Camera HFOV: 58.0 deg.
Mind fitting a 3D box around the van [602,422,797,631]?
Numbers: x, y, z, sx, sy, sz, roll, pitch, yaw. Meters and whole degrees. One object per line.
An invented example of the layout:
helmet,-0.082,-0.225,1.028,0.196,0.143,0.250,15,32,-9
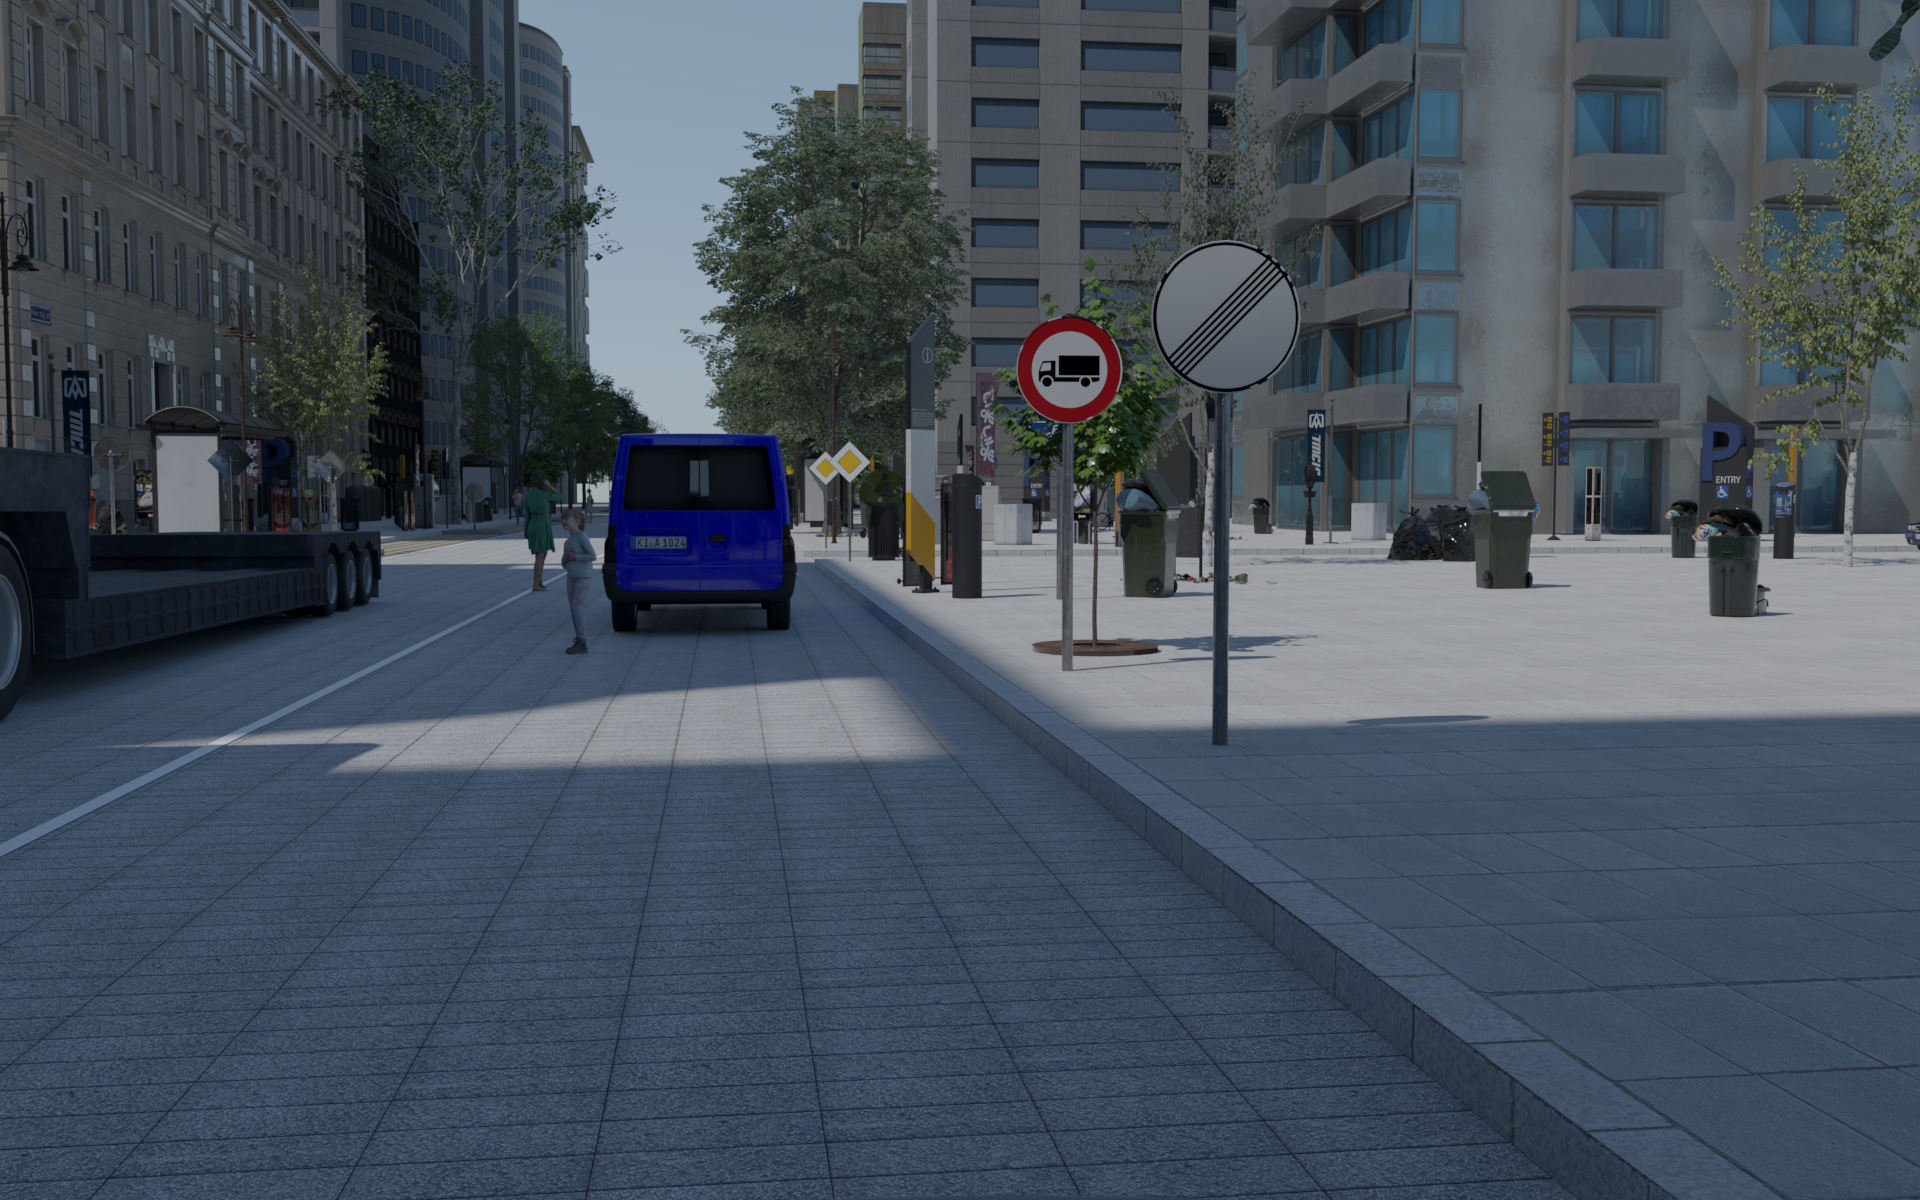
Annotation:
van,-2.934,-0.944,19.812,2.240,2.365,5.245,0,4,-8

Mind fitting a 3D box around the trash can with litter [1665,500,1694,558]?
trash can with litter,14.583,-1.445,35.012,0.624,1.170,1.055,1,4,22

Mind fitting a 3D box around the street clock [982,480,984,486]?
street clock,0.987,-5.035,86.886,0.471,2.002,0.358,0,4,-2

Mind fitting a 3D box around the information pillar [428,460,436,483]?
information pillar,-32.591,-7.068,106.915,0.504,3.616,0.183,1,4,13

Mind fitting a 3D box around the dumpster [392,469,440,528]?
dumpster,-20.705,-3.879,65.917,1.502,2.255,1.985,0,4,-8

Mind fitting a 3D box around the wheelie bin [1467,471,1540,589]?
wheelie bin,7.371,-0.962,23.630,0.980,1.594,0.693,0,4,-8

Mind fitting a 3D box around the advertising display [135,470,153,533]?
advertising display,-21.590,-2.524,46.483,0.974,1.923,0.123,-1,4,-13

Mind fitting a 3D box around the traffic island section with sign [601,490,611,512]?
traffic island section with sign,-27.564,-7.913,138.009,1.989,1.847,2.006,0,4,-8

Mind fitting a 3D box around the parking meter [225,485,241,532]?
parking meter,-19.548,-2.336,46.603,0.372,1.533,0.369,0,3,0

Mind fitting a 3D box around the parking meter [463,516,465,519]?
parking meter,-25.891,-4.984,89.903,0.372,1.533,0.369,0,3,0

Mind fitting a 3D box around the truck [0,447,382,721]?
truck,-7.566,-1.452,13.496,2.967,4.110,18.799,0,4,-8

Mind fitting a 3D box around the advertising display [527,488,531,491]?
advertising display,-26.729,-6.345,108.957,0.974,1.923,0.123,-3,5,-41

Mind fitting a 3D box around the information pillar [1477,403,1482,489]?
information pillar,13.494,-3.284,45.047,0.183,3.616,0.504,1,4,15

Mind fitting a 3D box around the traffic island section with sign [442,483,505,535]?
traffic island section with sign,-17.294,-3.245,61.681,1.989,1.847,2.006,0,4,-8

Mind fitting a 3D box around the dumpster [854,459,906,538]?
dumpster,-2.210,-2.875,49.499,1.502,2.255,1.985,0,4,-8

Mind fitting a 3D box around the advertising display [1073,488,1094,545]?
advertising display,3.162,-2.395,44.376,0.123,1.923,0.974,-2,4,-24

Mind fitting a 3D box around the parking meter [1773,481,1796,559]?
parking meter,16.296,-1.579,34.235,0.372,1.533,0.369,0,3,0

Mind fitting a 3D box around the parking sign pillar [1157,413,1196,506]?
parking sign pillar,7.222,-4.244,57.869,1.447,3.967,1.447,3,4,39

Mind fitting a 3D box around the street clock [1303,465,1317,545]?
street clock,8.833,-2.395,43.736,0.358,2.002,0.471,0,4,2

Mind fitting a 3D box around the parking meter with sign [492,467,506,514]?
parking meter with sign,-30.236,-7.075,111.936,1.738,3.016,0.543,0,4,5

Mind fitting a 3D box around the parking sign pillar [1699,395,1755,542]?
parking sign pillar,20.738,-3.570,46.846,1.447,3.967,1.447,-3,4,-37

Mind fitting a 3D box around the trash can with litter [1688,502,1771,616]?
trash can with litter,8.220,-0.428,18.383,0.624,1.170,1.055,3,4,37

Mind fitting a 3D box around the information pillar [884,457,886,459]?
information pillar,-4.824,-7.264,110.126,0.183,3.616,0.504,1,4,14

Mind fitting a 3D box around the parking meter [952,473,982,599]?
parking meter,0.087,-0.790,21.328,0.372,1.533,0.369,0,3,0

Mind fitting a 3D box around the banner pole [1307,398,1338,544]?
banner pole,9.424,-3.366,45.054,0.863,3.779,0.401,1,4,14

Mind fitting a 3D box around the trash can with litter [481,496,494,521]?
trash can with litter,-22.434,-4.285,81.440,1.055,1.170,0.624,2,4,31

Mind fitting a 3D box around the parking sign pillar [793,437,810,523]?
parking sign pillar,-7.114,-5.424,77.148,1.447,3.967,1.447,-1,4,-15

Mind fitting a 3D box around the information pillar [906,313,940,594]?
information pillar,-0.497,-1.895,22.335,0.183,3.616,0.504,3,5,40

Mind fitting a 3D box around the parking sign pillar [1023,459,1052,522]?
parking sign pillar,3.587,-5.660,81.017,1.447,3.967,1.447,3,5,42

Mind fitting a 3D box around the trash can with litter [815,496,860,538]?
trash can with litter,-3.577,-2.513,52.140,1.678,1.210,2.233,2,4,26

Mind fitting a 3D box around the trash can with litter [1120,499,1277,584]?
trash can with litter,3.562,-0.869,25.270,1.678,1.210,2.233,-3,5,-44

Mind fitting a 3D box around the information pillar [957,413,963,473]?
information pillar,0.004,-3.623,50.594,0.183,3.616,0.504,-1,4,-10

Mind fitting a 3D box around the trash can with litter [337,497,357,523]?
trash can with litter,-27.582,-4.069,77.915,1.055,1.170,0.624,-1,4,-22

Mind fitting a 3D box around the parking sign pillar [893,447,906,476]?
parking sign pillar,-1.941,-4.695,65.243,1.447,3.967,1.447,3,5,44

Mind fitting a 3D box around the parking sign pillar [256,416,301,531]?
parking sign pillar,-23.453,-4.343,59.484,1.447,3.967,1.447,1,4,11

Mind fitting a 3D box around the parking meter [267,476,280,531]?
parking meter,-22.853,-3.180,57.701,0.255,1.863,0.399,1,4,11

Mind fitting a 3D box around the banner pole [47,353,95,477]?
banner pole,-15.853,-2.494,30.788,0.863,3.779,0.401,-1,4,-10

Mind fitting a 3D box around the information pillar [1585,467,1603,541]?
information pillar,17.286,-2.616,47.258,0.304,2.012,0.304,-1,4,-20

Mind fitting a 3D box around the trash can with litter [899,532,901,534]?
trash can with litter,-1.820,-2.586,53.674,1.055,1.170,0.624,1,4,11

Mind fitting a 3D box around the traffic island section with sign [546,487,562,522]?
traffic island section with sign,-20.895,-4.879,88.395,1.989,1.847,2.006,0,4,-8

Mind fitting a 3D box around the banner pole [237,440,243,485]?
banner pole,-22.935,-3.998,55.387,0.863,3.779,0.401,3,5,40

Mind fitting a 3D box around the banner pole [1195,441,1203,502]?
banner pole,11.243,-5.651,82.407,0.863,3.779,0.401,0,4,-7

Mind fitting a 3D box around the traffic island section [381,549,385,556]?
traffic island section,-14.275,-1.042,39.311,2.009,0.180,2.903,0,4,-8

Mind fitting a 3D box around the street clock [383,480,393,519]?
street clock,-29.916,-5.264,90.631,0.358,2.002,0.471,2,4,26

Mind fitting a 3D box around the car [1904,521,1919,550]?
car,24.606,-1.742,41.063,3.894,1.354,1.945,-1,4,-8

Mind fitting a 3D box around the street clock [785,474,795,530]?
street clock,-6.156,-3.553,62.662,0.358,2.002,0.471,-2,4,-27

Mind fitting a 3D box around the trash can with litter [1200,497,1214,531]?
trash can with litter,8.786,-2.971,59.963,0.624,1.170,1.055,-2,4,-34

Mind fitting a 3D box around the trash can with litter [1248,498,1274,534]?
trash can with litter,9.737,-2.719,55.851,0.624,1.170,1.055,2,4,27

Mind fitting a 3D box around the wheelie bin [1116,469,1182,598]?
wheelie bin,2.341,-0.839,21.634,0.693,1.594,0.980,2,4,24
